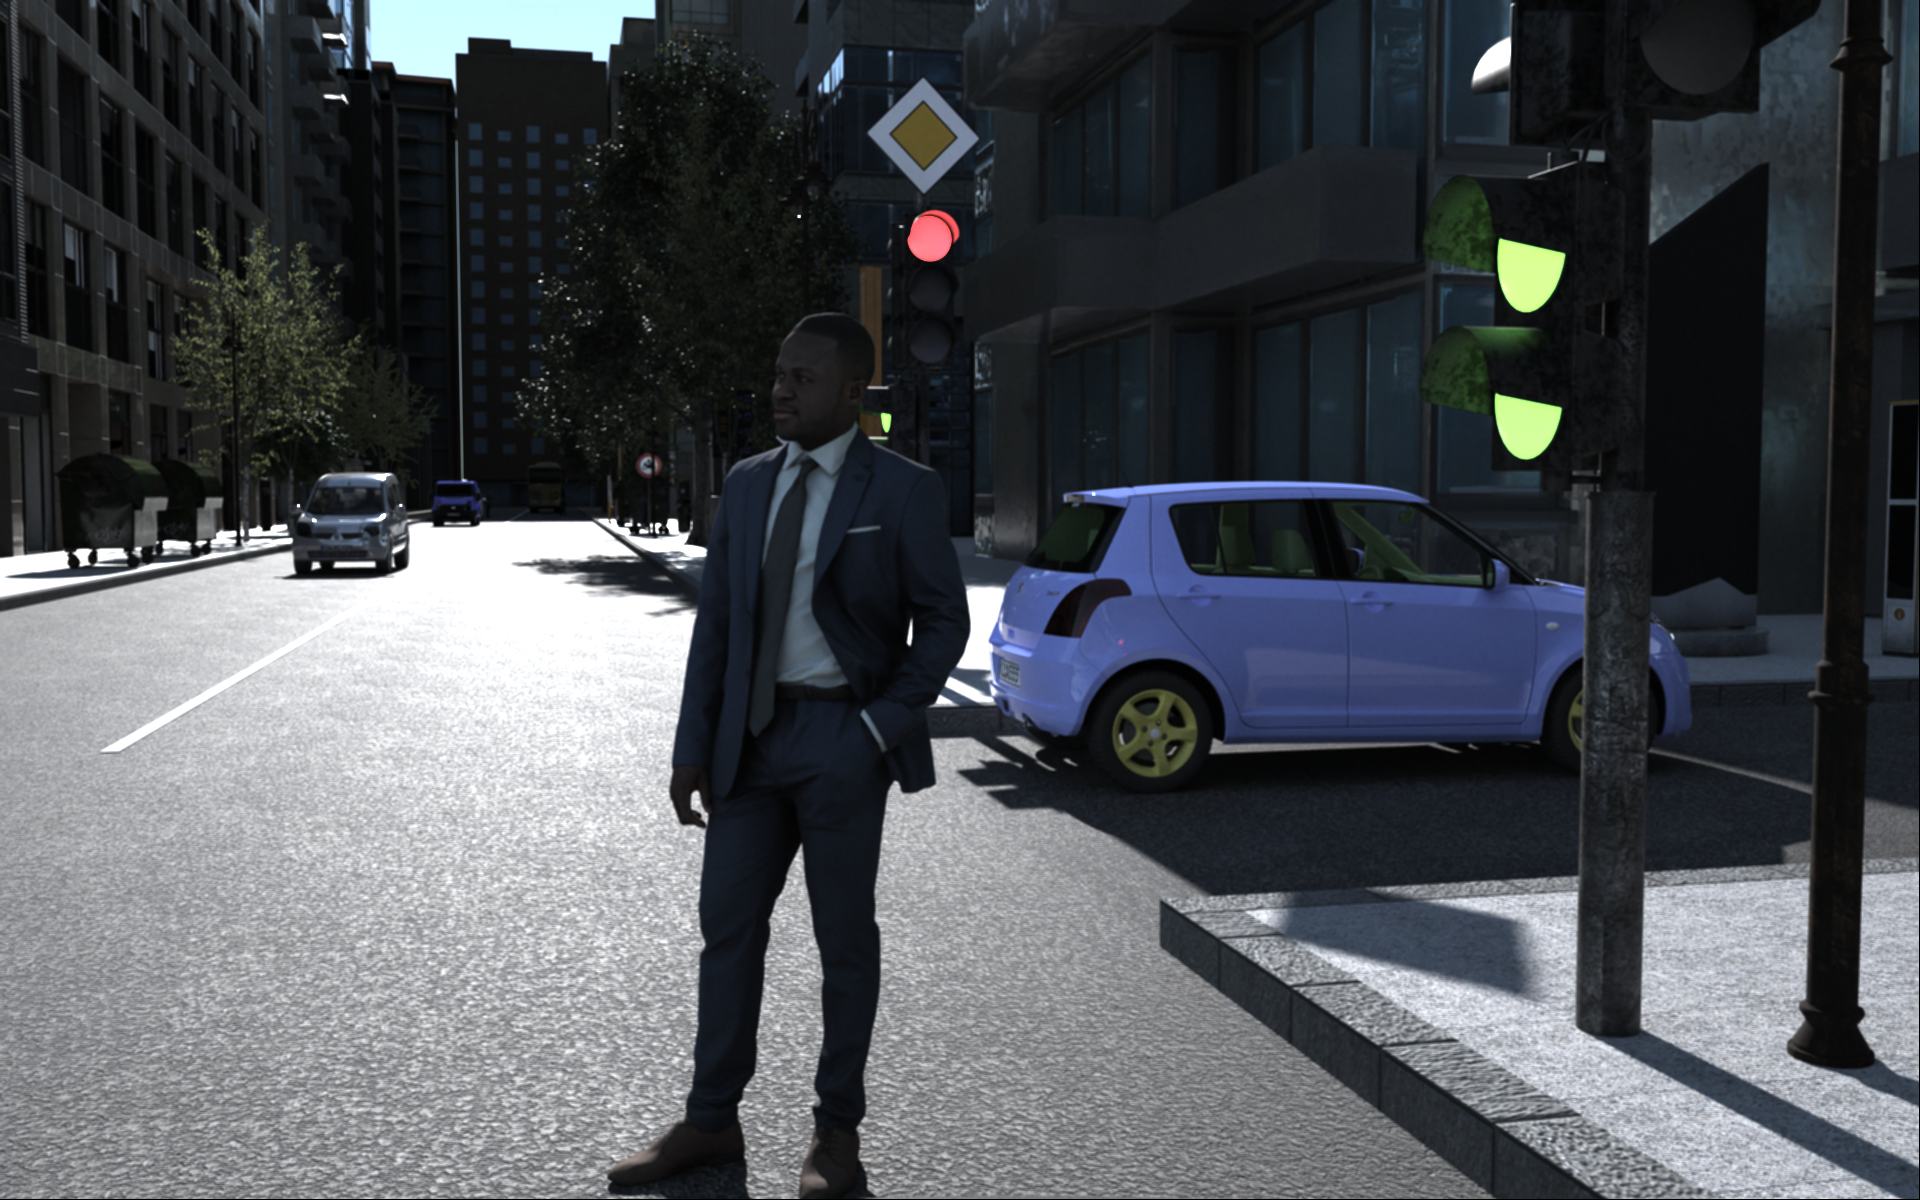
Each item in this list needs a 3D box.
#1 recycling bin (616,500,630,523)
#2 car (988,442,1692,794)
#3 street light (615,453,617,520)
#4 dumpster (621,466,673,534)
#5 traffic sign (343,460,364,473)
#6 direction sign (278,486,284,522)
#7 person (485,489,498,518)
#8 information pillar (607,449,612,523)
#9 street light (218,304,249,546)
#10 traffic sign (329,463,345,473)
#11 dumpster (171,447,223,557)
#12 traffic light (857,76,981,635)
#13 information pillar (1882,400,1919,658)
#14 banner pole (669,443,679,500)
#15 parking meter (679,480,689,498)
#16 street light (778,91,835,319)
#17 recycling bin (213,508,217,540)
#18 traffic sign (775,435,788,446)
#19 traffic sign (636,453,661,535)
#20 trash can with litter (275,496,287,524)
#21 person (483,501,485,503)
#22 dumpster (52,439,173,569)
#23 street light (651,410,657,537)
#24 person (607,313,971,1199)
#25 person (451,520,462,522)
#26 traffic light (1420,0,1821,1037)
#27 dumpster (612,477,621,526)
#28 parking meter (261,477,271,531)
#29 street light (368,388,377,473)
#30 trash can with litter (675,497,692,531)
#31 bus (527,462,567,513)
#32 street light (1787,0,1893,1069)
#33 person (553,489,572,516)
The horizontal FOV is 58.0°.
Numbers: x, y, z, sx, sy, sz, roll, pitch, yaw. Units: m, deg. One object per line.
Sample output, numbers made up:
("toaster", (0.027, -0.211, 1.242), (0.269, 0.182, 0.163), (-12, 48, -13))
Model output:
("recycling bin", (-14.880, -3.943, 77.020), (0.722, 1.027, 0.722), (0, 4, 1))
("car", (2.020, 0.019, 9.274), (3.694, 1.707, 1.945), (-1, 4, -12))
("street light", (-16.807, -6.835, 84.542), (0.468, 5.910, 1.993), (-1, 4, -13))
("dumpster", (-10.087, -3.276, 56.057), (1.502, 2.255, 1.985), (-1, 4, -13))
("traffic sign", (-22.982, -4.012, 65.695), (0.768, 2.556, 0.104), (-1, 4, -10))
("direction sign", (-30.815, -5.281, 78.347), (0.379, 3.537, 0.876), (0, 4, -6))
("person", (-27.934, -5.764, 103.271), (0.750, 1.759, 0.617), (-1, 4, -19))
("information pillar", (-15.534, -5.219, 76.693), (0.183, 3.616, 0.504), (0, 4, -5))
("street light", (-17.718, -4.256, 42.366), (0.468, 5.910, 1.993), (-1, 4, -13))
("traffic sign", (-23.149, -3.851, 64.154), (0.795, 2.450, 0.064), (-1, 4, -13))
("dumpster", (-16.260, -2.045, 35.928), (1.502, 2.255, 1.985), (-1, 4, -13))
("traffic light", (-0.277, -1.400, 11.819), (0.839, 4.253, 0.868), (-1, 4, -13))
("information pillar", (7.526, -0.560, 13.648), (0.304, 2.012, 0.304), (-2, 4, -24))
("banner pole", (-14.040, -5.823, 85.227), (0.863, 3.779, 0.401), (3, 4, 36))
("parking meter", (-11.588, -4.101, 72.770), (0.399, 1.863, 0.255), (1, 4, 18))
("street light", (-1.813, -2.914, 20.432), (0.468, 5.910, 1.993), (-1, 4, -13))
("recycling bin", (-21.304, -2.200, 48.524), (0.722, 1.027, 0.722), (0, 4, -5))
("traffic sign", (-2.077, -1.346, 23.199), (0.795, 2.450, 0.064), (0, 4, -6))
("traffic sign", (-9.667, -3.287, 53.849), (0.768, 2.556, 0.104), (-1, 4, -11))
("trash can with litter", (-29.705, -3.942, 75.513), (1.678, 1.210, 2.233), (-2, 4, -25))
("person", (-29.678, -5.959, 106.028), (0.705, 1.812, 1.348), (2, 4, 32))
("dumpster", (-15.016, -1.721, 30.635), (1.502, 2.255, 1.985), (-1, 4, -13))
("street light", (-9.251, -4.858, 52.211), (0.468, 5.910, 1.993), (-1, 4, -13))
("person", (-0.337, 0.309, 3.629), (0.721, 1.800, 0.419), (1, 4, 17))
("person", (-25.525, -4.841, 87.526), (0.599, 1.838, 0.709), (2, 4, 26))
("traffic light", (1.537, -0.925, 4.042), (0.839, 4.253, 0.868), (-1, 4, -13))
("dumpster", (-13.131, -4.085, 69.276), (1.502, 2.255, 1.985), (-1, 4, -13))
("parking meter", (-24.156, -3.338, 60.280), (0.255, 1.863, 0.399), (-2, 4, -32))
("street light", (-25.379, -6.251, 74.997), (0.468, 5.910, 1.993), (-1, 4, -13))
("trash can with litter", (-9.569, -2.948, 59.588), (0.624, 1.170, 1.055), (-1, 4, -17))
("bus", (-31.724, -8.655, 133.057), (2.896, 3.916, 12.252), (-1, 4, -12))
("street light", (1.986, -1.895, 3.774), (0.468, 5.910, 1.993), (-1, 4, -13))
("person", (-25.668, -6.281, 111.907), (1.217, 1.735, 0.721), (-2, 4, -25))
